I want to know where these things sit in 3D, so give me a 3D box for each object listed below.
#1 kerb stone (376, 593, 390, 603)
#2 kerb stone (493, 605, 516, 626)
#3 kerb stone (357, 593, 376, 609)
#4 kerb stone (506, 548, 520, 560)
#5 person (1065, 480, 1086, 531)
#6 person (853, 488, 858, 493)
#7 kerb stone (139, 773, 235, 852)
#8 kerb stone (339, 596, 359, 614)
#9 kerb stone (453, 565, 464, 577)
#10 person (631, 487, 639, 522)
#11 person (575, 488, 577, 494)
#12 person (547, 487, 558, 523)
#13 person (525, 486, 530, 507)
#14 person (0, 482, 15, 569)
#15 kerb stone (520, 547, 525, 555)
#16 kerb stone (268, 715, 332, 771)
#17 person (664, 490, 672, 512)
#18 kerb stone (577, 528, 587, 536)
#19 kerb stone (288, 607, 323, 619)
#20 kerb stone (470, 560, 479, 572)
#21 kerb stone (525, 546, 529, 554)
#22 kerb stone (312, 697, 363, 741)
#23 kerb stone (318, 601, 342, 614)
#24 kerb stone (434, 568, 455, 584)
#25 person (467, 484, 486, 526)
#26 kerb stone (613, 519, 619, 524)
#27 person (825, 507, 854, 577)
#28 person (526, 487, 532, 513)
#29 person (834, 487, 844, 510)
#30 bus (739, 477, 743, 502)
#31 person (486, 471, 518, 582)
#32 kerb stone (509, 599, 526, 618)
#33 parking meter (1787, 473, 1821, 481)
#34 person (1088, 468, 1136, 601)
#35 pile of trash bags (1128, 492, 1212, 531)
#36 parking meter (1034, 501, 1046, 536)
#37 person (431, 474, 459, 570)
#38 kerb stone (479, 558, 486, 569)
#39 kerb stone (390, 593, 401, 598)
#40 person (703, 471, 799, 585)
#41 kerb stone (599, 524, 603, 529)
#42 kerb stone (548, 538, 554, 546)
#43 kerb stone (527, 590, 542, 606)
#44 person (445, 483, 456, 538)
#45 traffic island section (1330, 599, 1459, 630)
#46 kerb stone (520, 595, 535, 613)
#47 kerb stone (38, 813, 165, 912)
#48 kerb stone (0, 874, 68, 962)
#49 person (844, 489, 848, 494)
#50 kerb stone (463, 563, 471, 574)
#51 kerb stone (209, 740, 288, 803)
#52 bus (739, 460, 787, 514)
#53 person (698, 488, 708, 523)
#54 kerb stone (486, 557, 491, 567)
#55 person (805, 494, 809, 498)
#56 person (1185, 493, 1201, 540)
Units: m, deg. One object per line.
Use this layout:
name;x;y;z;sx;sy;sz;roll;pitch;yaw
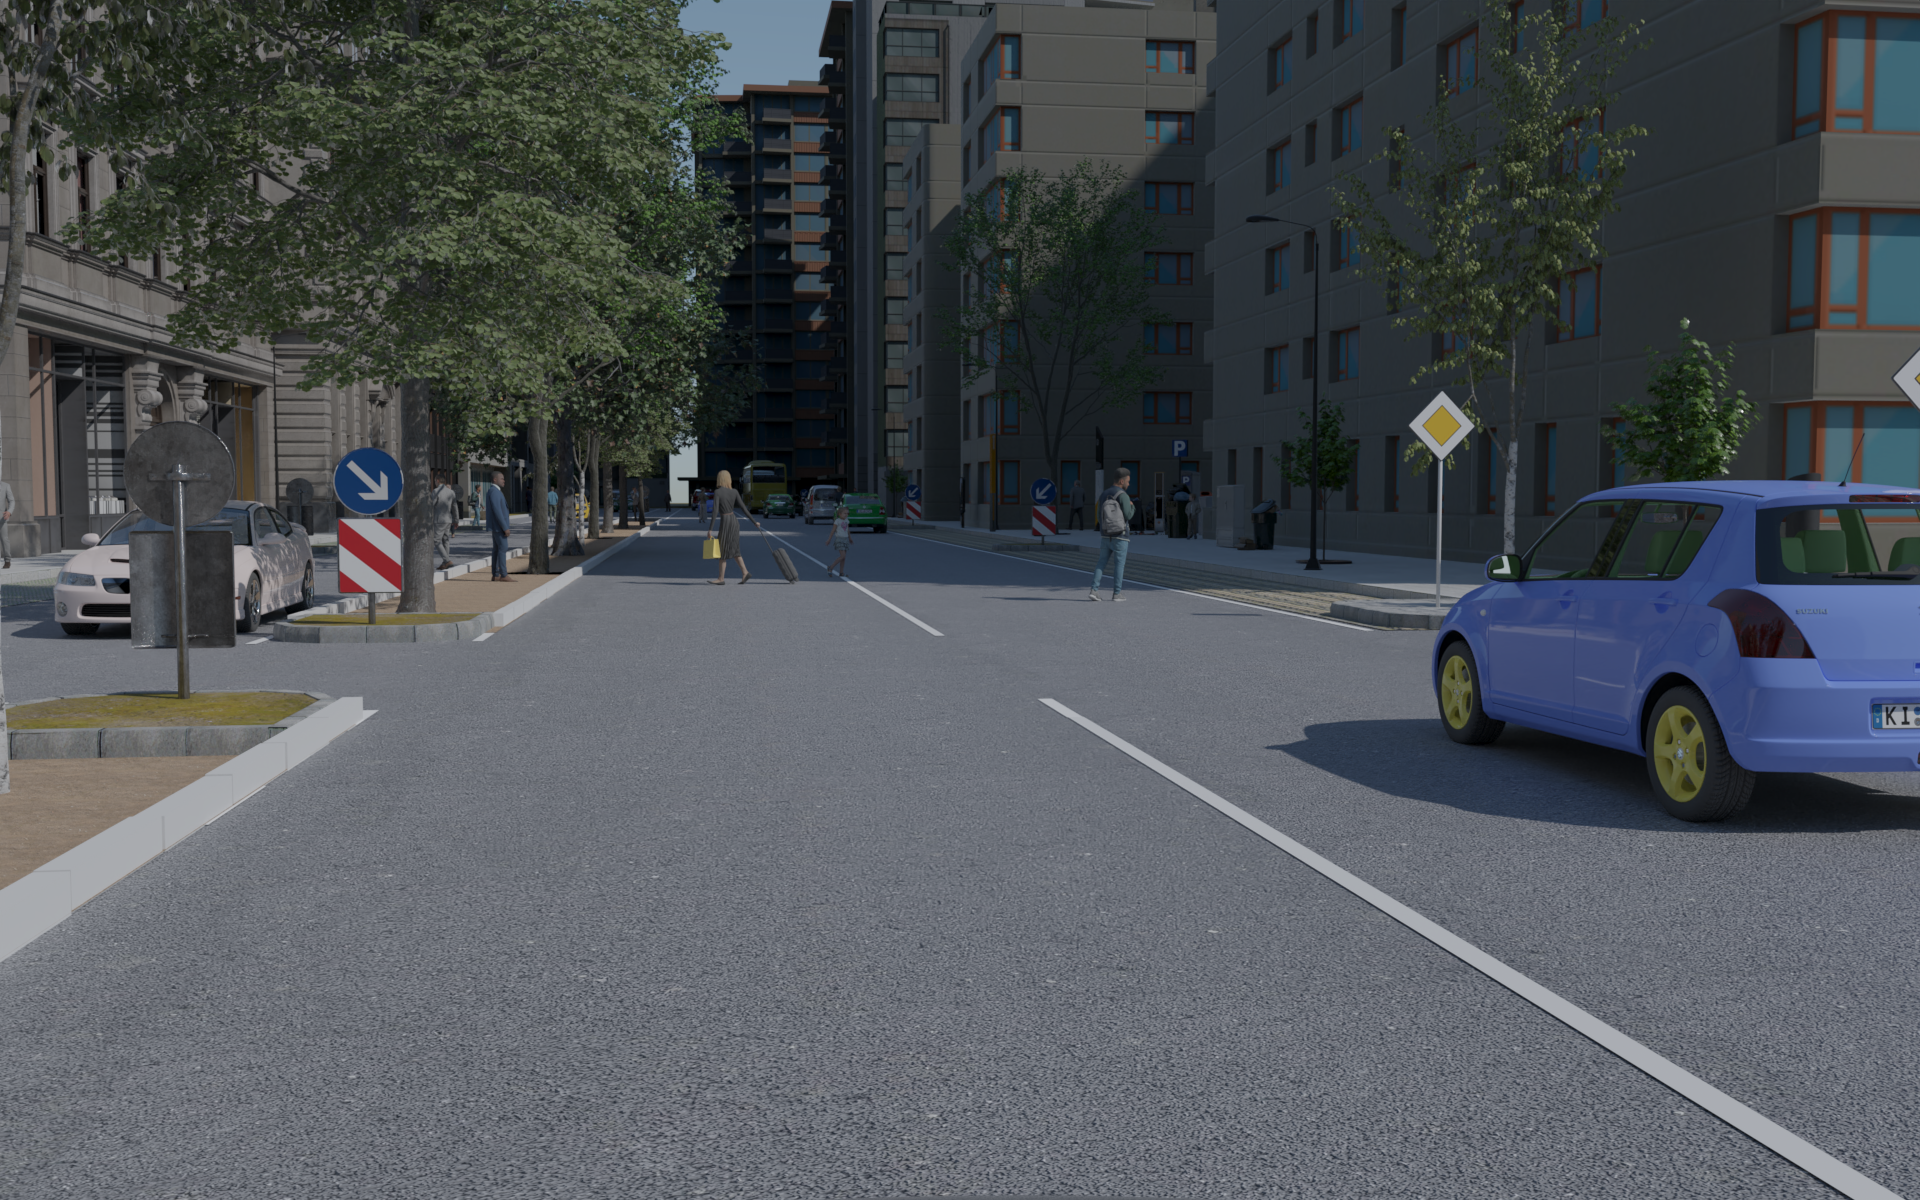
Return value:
kerb stone;-7.713;-0.041;22.862;0.120;0.150;1.000;-1;4;-8
kerb stone;-5.041;0.189;19.108;0.120;0.150;1.000;-1;4;-8
kerb stone;-7.560;0.022;21.840;0.120;0.150;1.000;-1;4;-8
kerb stone;-10.106;-1.033;39.077;0.120;0.150;1.000;-1;4;-8
person;4.085;-3.346;61.153;0.661;1.777;0.834;-2;4;-33
person;-6.998;-6.656;115.790;0.530;1.710;0.541;-3;5;-40
kerb stone;-3.315;0.909;7.418;0.120;0.150;1.000;-1;4;-8
kerb stone;-7.417;0.084;20.828;0.120;0.150;1.000;-1;4;-8
kerb stone;-8.762;-0.469;29.962;0.120;0.150;1.000;-1;4;-8
person;-16.552;-4.901;88.812;0.592;1.802;0.473;-1;4;-22
person;-35.988;-9.563;162.413;0.705;1.822;1.348;0;4;0
person;-19.978;-4.649;84.851;0.601;1.785;0.444;0;4;-8
person;-30.168;-7.023;120.807;0.705;1.831;1.348;-1;4;-12
person;-16.432;-1.419;29.509;0.678;1.792;0.850;-1;4;-9
kerb stone;-10.251;-1.091;40.089;0.120;0.150;1.000;-1;4;-8
kerb stone;-3.610;0.780;9.442;0.120;0.150;1.000;-1;4;-8
person;-23.710;-8.039;140.490;0.434;1.755;0.990;-3;5;-43
kerb stone;-13.394;-2.397;61.387;0.120;0.150;1.000;-1;4;-8
kerb stone;-7.116;0.207;18.803;0.120;0.150;1.000;-1;4;-8
kerb stone;-9.058;-0.599;31.985;0.120;0.150;1.000;-1;4;-8
kerb stone;-10.408;-1.155;41.100;0.120;0.150;1.000;-1;4;-8
kerb stone;-3.764;0.718;10.453;0.120;0.150;1.000;-1;4;-8
kerb stone;-7.270;0.146;19.814;0.120;0.150;1.000;-1;4;-8
kerb stone;-8.621;-0.412;28.949;0.120;0.150;1.000;-1;4;-8
person;-19.597;-3.789;70.442;0.713;1.824;0.794;1;4;22
kerb stone;-16.991;-3.887;85.750;0.120;0.150;1.000;-1;4;-8
person;-2.064;-1.007;29.979;0.382;1.210;0.505;2;4;32
person;-29.644;-6.916;119.563;0.568;1.767;0.683;-3;5;-41
person;-5.422;-4.250;78.415;0.576;1.772;0.534;-2;4;-28
bus;-16.331;-8.898;140.334;2.948;3.499;13.247;0;4;-8
person;-7.520;-1.195;28.216;0.419;1.800;0.721;-2;4;-31
kerb stone;-5.185;0.128;20.120;0.120;0.150;1.000;-1;4;-8
parking meter;10.219;-0.771;21.013;0.372;1.533;0.369;0;3;0
person;2.067;-0.875;23.157;0.623;1.781;0.721;2;4;34
pile of trash bags;7.133;-3.102;60.474;3.447;1.369;1.912;0;4;5
parking meter;2.423;-2.699;52.538;0.372;1.533;0.369;0;3;0
person;-9.817;-1.473;32.712;0.853;1.813;0.709;2;4;28
kerb stone;-9.210;-0.661;32.995;0.120;0.150;1.000;-1;4;-8
kerb stone;-7.868;-0.103;23.877;0.120;0.150;1.000;-1;4;-8
person;-3.307;-1.141;27.375;1.509;1.804;0.699;-1;4;-10
kerb stone;-15.346;-3.205;74.591;0.120;0.150;1.000;-1;4;-8
kerb stone;-11.604;-1.652;49.207;0.120;0.150;1.000;-1;4;-8
kerb stone;-5.484;0.008;22.157;0.120;0.150;1.000;-1;4;-8
person;-16.532;-2.875;55.922;0.576;1.772;0.534;-1;4;-20
traffic island section;5.452;0.164;19.592;2.009;0.180;2.903;-1;4;-8
kerb stone;-5.332;0.070;21.134;0.120;0.150;1.000;-1;4;-8
kerb stone;-3.167;0.966;6.401;0.120;0.150;1.000;-1;4;-8
kerb stone;-3.011;1.028;5.389;0.120;0.150;1.000;-1;4;-8
person;-8.164;-7.059;122.926;0.415;1.643;0.593;-3;4;-37
kerb stone;-8.916;-0.537;30.972;0.120;0.150;1.000;-1;4;-8
kerb stone;-3.466;0.842;8.428;0.120;0.150;1.000;-1;4;-8
bus;-14.315;-8.231;126.123;2.896;3.916;12.252;-1;4;-10
person;-12.770;-4.723;86.276;0.519;1.759;0.362;2;4;31
kerb stone;-9.354;-0.723;34.015;0.120;0.150;1.000;-1;4;-8
person;-11.607;-7.747;135.251;1.348;1.812;0.705;-1;4;-13
person;6.591;-2.363;48.953;0.475;1.303;0.640;1;4;19
